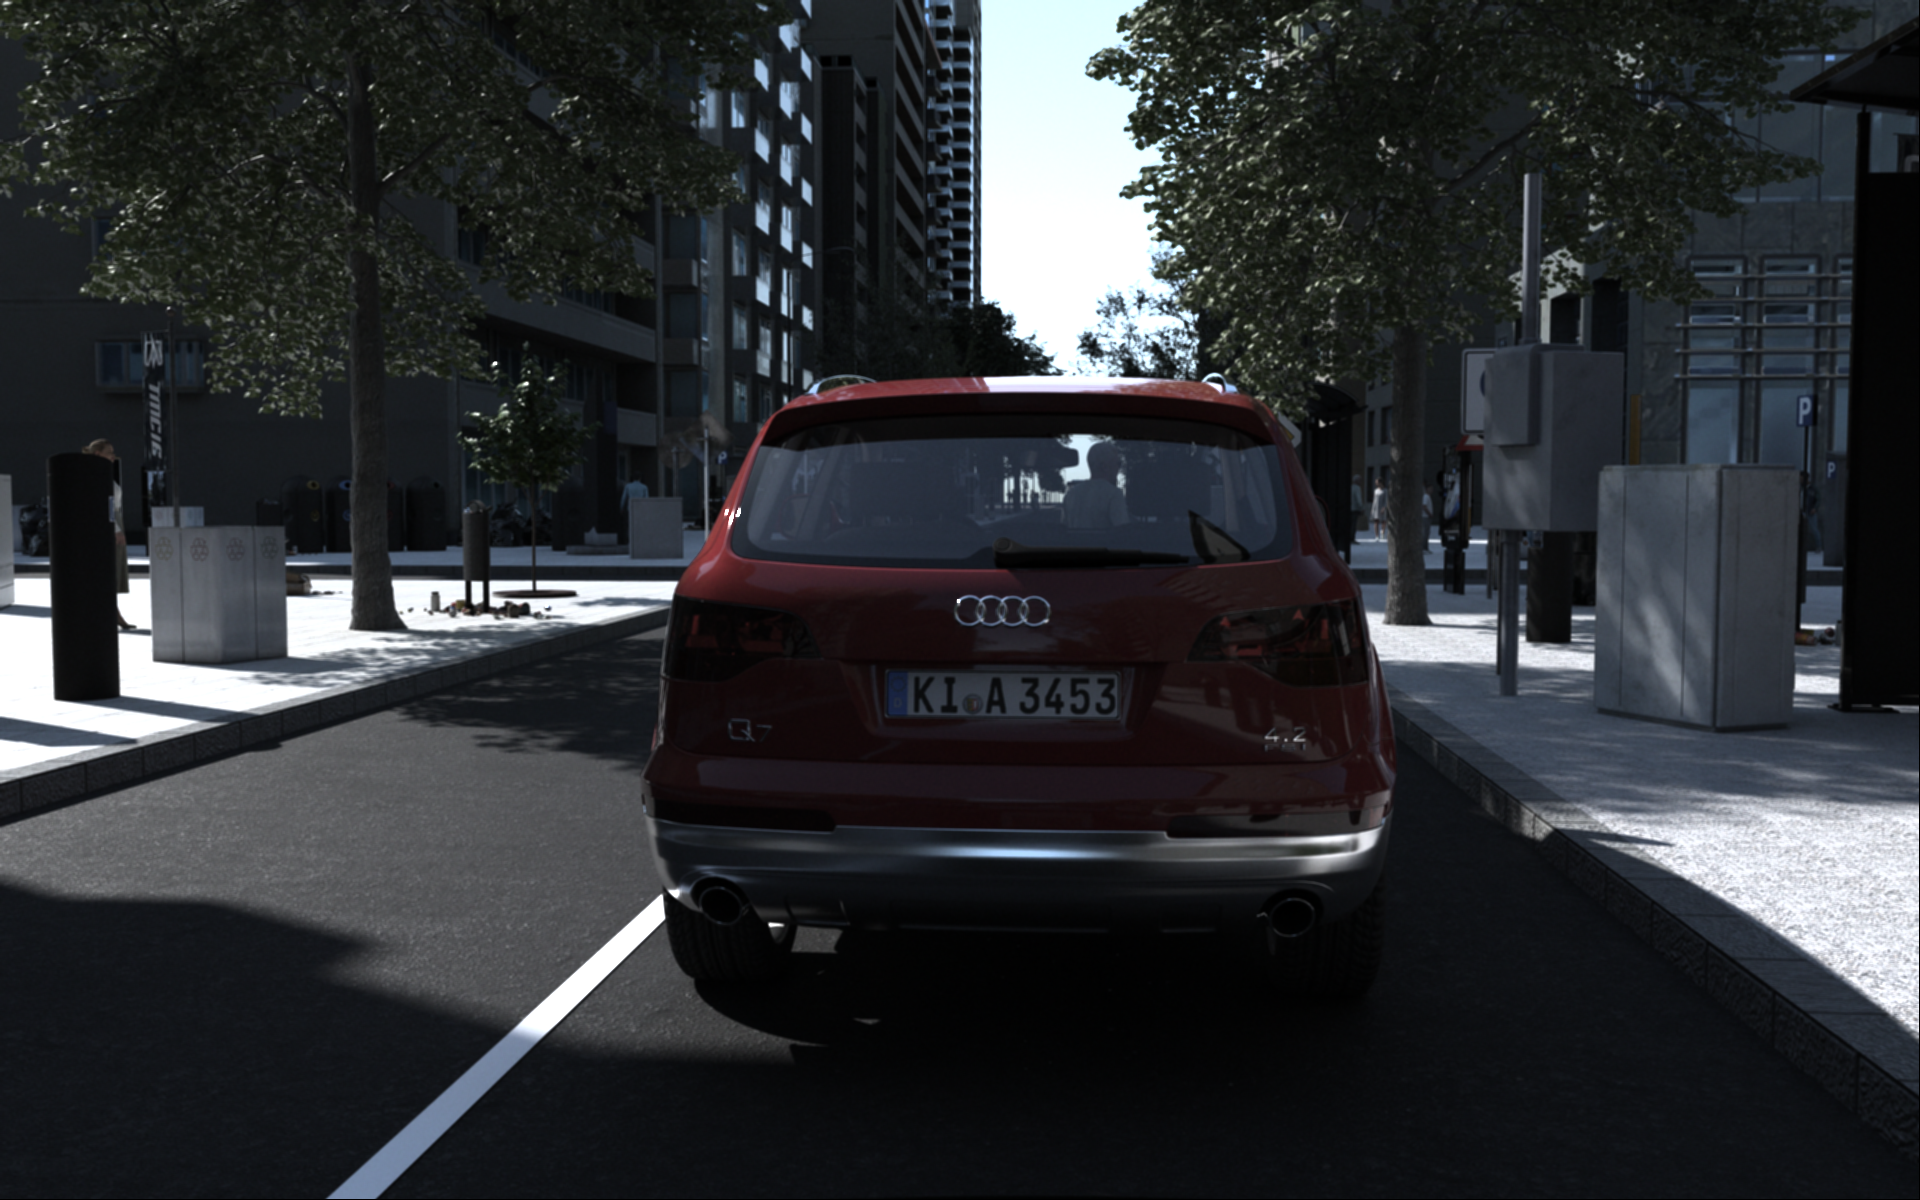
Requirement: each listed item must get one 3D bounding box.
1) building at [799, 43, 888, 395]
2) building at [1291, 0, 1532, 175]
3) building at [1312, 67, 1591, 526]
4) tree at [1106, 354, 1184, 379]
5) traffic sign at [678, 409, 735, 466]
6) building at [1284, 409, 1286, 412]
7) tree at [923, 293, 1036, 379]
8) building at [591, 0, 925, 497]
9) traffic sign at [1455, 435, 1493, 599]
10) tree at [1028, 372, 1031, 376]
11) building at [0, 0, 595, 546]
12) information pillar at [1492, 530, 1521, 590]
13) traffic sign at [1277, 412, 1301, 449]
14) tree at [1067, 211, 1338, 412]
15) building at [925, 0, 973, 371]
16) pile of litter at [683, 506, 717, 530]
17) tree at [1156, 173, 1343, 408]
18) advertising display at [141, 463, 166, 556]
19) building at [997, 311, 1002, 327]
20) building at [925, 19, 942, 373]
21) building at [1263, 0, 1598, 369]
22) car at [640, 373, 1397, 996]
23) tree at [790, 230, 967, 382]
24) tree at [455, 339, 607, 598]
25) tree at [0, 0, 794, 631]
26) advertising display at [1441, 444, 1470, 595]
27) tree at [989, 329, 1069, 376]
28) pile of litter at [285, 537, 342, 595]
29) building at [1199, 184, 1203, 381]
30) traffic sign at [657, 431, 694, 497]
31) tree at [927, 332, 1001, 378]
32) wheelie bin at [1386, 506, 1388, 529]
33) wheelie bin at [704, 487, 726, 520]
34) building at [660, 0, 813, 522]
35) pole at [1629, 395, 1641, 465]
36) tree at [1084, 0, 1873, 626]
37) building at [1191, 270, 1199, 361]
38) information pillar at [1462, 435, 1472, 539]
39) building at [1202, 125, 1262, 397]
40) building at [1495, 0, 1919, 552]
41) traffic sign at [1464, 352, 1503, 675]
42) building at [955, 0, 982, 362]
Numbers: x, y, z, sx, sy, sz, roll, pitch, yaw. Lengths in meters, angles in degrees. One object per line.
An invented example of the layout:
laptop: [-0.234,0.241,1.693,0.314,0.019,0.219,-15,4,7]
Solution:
building: [-12.632,-21.012,115.245,14.160,30.474,14.107,0,4,5]
building: [28.373,-26.241,112.642,14.154,41.232,14.086,0,4,5]
building: [32.770,-14.582,83.461,27.650,21.520,28.899,0,4,5]
tree: [13.612,-12.312,127.050,9.928,11.665,9.643,0,3,0]
traffic sign: [-3.504,-1.328,23.906,0.795,2.593,0.064,0,4,5]
building: [41.409,-28.543,158.563,32.217,40.220,23.993,0,4,5]
tree: [1.070,-11.127,98.928,9.611,12.733,9.660,0,3,0]
building: [-14.346,-31.137,132.794,21.300,48.544,21.600,0,4,5]
traffic sign: [6.491,-1.294,21.169,0.884,2.594,0.081,1,4,9]
tree: [4.069,-11.510,122.599,8.767,10.594,7.601,1,4,16]
building: [-22.309,-26.226,52.493,21.300,48.544,21.600,0,4,5]
information pillar: [7.287,-1.141,23.154,0.304,2.012,0.304,1,4,14]
traffic sign: [4.262,-1.288,23.248,0.795,2.593,0.064,0,4,5]
tree: [7.376,-7.328,54.219,8.767,10.594,7.601,0,4,7]
building: [-8.412,-55.216,215.454,22.319,86.520,31.000,0,4,5]
pile of litter: [-9.068,-2.913,61.598,1.719,0.858,1.176,3,4,39]
tree: [6.698,-5.535,40.857,4.360,8.622,3.978,0,3,0]
advertising display: [-16.781,-1.888,36.082,0.123,1.923,0.974,0,4,-4]
building: [-0.965,-29.852,259.782,14.160,30.474,14.107,0,4,5]
building: [-13.304,-30.793,158.095,22.147,44.769,28.867,0,4,5]
building: [37.938,-33.216,132.325,28.713,52.752,27.495,0,4,5]
car: [0.319,0.129,6.557,2.281,1.827,5.304,0,4,5]
tree: [-2.257,-5.959,47.794,4.360,8.622,3.978,0,3,0]
tree: [-5.416,-1.665,21.826,1.663,3.219,1.824,0,3,0]
tree: [-5.416,-5.967,15.686,7.486,12.596,7.792,0,3,0]
advertising display: [6.413,-1.053,22.433,0.123,1.923,0.974,0,4,2]
tree: [4.295,-13.832,132.803,9.857,13.997,8.962,0,3,0]
pile of litter: [-8.800,-0.494,22.042,1.719,0.858,1.176,0,4,-6]
building: [38.059,-33.137,225.380,14.154,41.232,14.086,0,4,5]
traffic sign: [-5.769,-2.144,35.165,0.768,2.556,0.104,0,4,5]
tree: [0.105,-7.861,78.890,4.737,8.622,4.395,0,3,0]
wheelie bin: [16.150,-3.432,64.019,0.693,1.594,0.980,-2,4,-34]
wheelie bin: [-10.259,-3.956,72.584,0.980,1.594,0.693,0,4,4]
building: [-20.098,-28.791,90.334,23.786,49.044,30.456,0,4,5]
pole: [13.874,-2.556,35.636,0.158,3.312,0.155,0,3,0]
tree: [4.537,-6.005,16.303,7.486,12.596,7.792,0,3,0]
building: [44.616,-38.411,247.634,23.786,49.044,30.456,0,4,5]
information pillar: [14.361,-3.533,49.125,0.183,3.616,0.504,0,4,-8]
building: [36.818,-34.259,210.237,14.600,45.320,14.200,0,4,5]
building: [31.545,-44.857,46.080,31.000,86.520,22.319,0,4,5]
traffic sign: [3.840,-0.618,12.234,0.606,2.300,0.079,1,4,11]
building: [-5.289,-49.129,241.510,20.563,71.187,20.611,0,4,5]
